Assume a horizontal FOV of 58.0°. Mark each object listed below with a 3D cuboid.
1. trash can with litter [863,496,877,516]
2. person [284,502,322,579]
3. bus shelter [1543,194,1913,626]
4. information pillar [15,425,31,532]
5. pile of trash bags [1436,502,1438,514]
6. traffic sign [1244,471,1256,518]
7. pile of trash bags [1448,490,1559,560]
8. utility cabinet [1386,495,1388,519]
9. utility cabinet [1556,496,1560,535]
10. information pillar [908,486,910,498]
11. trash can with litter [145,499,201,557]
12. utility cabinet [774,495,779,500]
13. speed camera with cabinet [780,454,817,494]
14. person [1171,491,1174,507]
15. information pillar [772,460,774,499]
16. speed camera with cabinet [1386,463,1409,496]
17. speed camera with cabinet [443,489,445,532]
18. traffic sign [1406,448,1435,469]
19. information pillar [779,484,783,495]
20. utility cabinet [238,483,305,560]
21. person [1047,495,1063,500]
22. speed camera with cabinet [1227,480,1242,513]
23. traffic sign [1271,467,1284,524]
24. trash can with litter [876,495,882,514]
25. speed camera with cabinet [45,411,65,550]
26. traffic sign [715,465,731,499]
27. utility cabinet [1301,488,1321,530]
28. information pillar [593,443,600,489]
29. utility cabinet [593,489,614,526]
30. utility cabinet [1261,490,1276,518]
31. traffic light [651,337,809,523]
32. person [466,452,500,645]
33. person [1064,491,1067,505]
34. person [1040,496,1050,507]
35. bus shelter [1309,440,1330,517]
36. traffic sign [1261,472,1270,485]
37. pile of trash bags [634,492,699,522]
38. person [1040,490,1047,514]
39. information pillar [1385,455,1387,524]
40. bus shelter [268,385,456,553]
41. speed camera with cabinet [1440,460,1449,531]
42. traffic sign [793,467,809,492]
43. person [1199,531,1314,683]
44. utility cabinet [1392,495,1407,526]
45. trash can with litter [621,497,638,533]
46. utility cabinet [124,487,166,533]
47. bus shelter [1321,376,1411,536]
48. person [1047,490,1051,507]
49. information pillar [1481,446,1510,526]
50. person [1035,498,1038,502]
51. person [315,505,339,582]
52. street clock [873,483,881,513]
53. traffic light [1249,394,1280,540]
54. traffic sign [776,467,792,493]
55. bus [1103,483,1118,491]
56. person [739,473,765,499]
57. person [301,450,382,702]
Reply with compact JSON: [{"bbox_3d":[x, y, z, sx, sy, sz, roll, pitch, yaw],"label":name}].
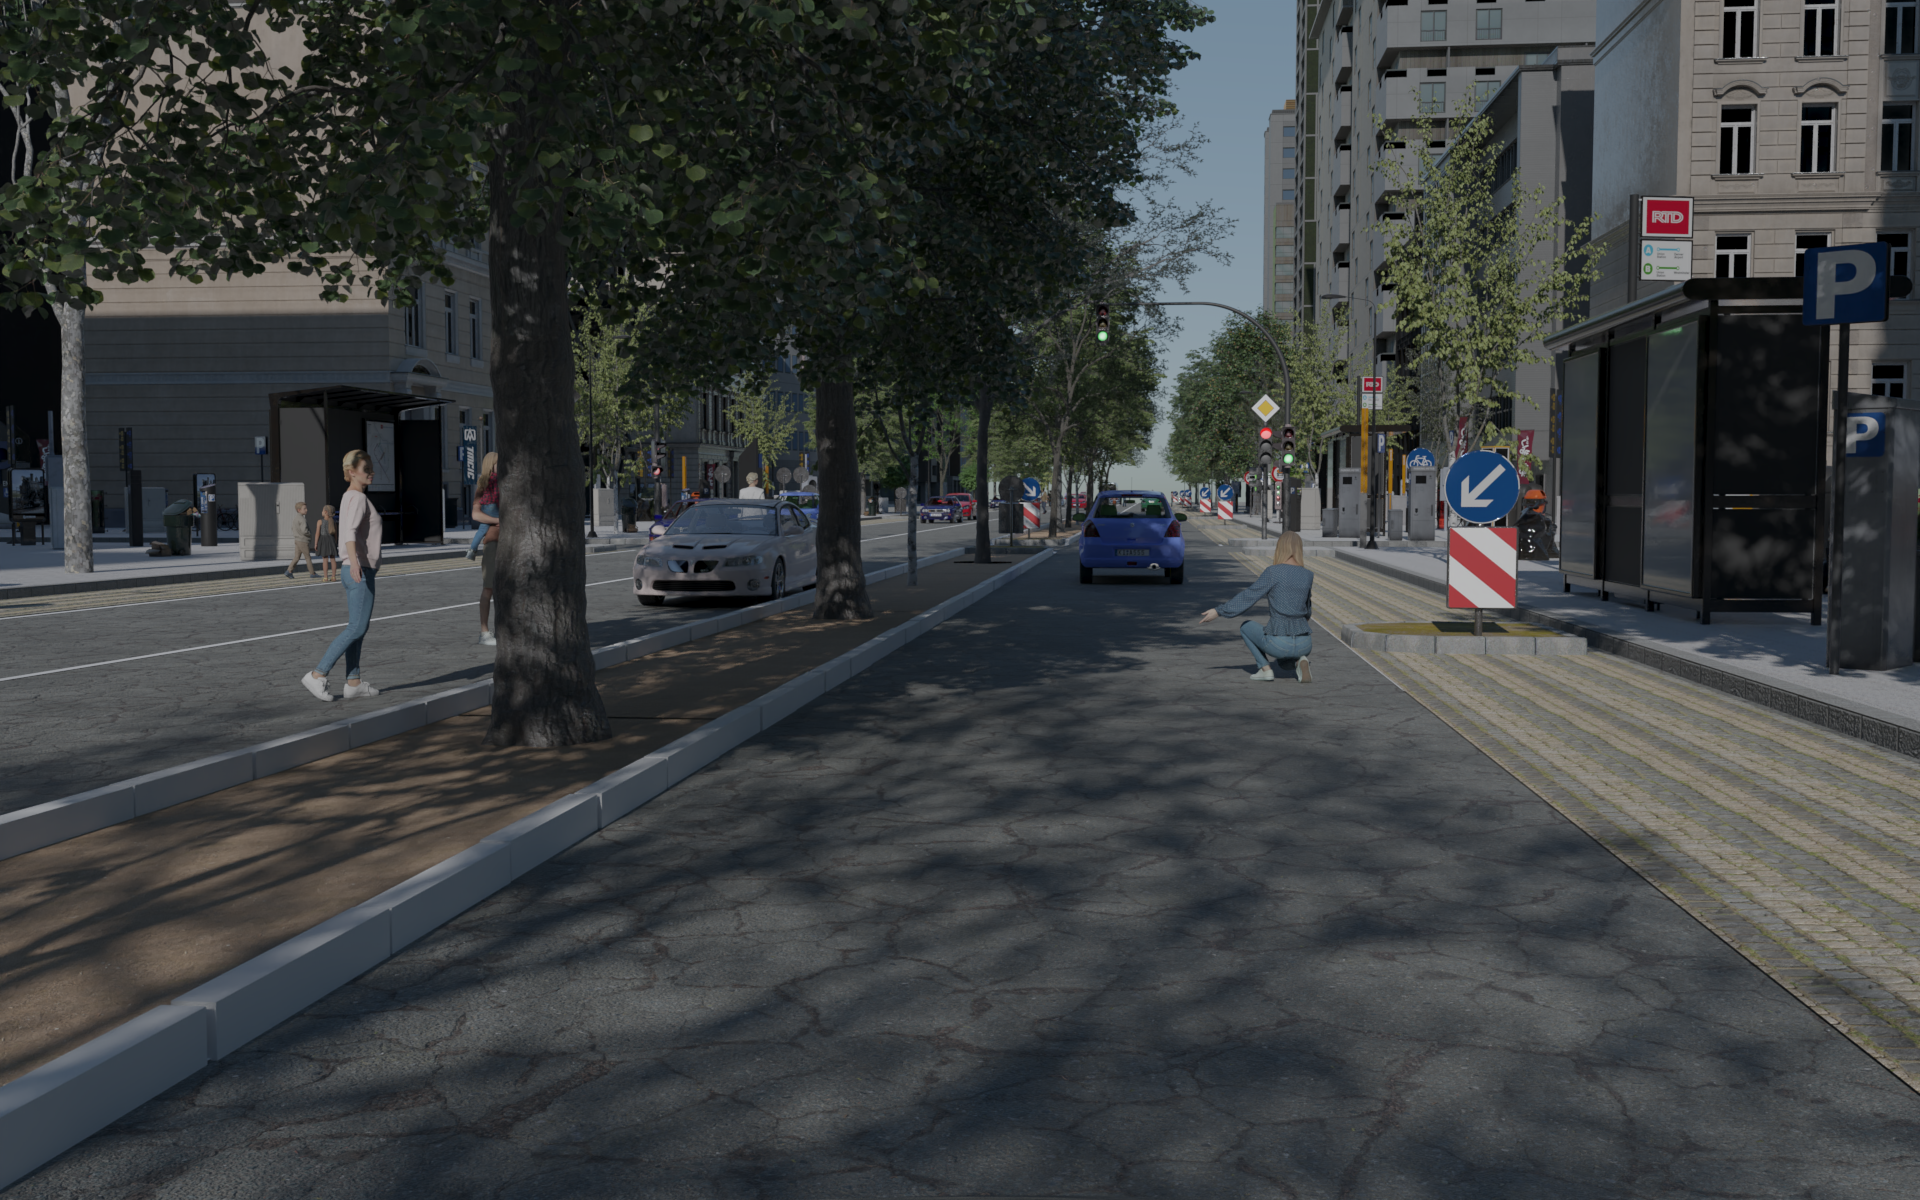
[{"bbox_3d":[-5.279,-5.472,100.851,0.624,1.170,1.055,-3,4,-39],"label":"trash can with litter"},{"bbox_3d":[-11.123,-1.007,29.235,0.475,1.303,0.640,2,4,35],"label":"person"},{"bbox_3d":[8.533,-2.652,20.996,2.179,5.291,8.768,0,4,6],"label":"bus shelter"},{"bbox_3d":[-31.467,-4.086,58.153,0.504,3.616,0.183,-2,4,-28],"label":"information pillar"},{"bbox_3d":[23.311,-4.587,84.751,3.447,1.369,1.912,0,4,-7],"label":"pile of trash bags"},{"bbox_3d":[15.845,-5.763,94.333,0.768,2.556,0.104,1,4,15],"label":"traffic sign"},{"bbox_3d":[11.238,-1.542,34.961,1.912,1.369,3.447,2,4,31],"label":"pile of trash bags"},{"bbox_3d":[22.021,-4.765,89.069,0.306,1.237,1.020,-2,4,-30],"label":"utility cabinet"},{"bbox_3d":[19.293,-2.698,55.280,0.306,1.237,1.020,2,4,30],"label":"utility cabinet"},{"bbox_3d":[-3.477,-7.955,121.424,0.183,3.616,0.504,2,4,30],"label":"information pillar"},{"bbox_3d":[-16.261,-1.491,35.761,0.624,1.170,1.055,1,4,16],"label":"trash can with litter"},{"bbox_3d":[-8.908,-4.696,87.934,1.020,1.237,0.306,0,4,8],"label":"utility cabinet"},{"bbox_3d":[-7.968,-5.577,85.516,0.660,3.252,2.038,3,5,41],"label":"speed camera with cabinet"},{"bbox_3d":[22.966,-10.871,186.944,0.721,1.736,1.217,1,4,11],"label":"person"},{"bbox_3d":[-12.659,-7.700,117.250,0.183,3.616,0.504,0,4,-5],"label":"information pillar"},{"bbox_3d":[26.473,-6.799,105.495,2.038,3.252,0.660,1,4,12],"label":"speed camera with cabinet"},{"bbox_3d":[-17.883,-3.836,57.052,0.660,3.252,2.038,2,4,24],"label":"speed camera with cabinet"},{"bbox_3d":[12.740,-2.927,47.971,0.768,2.556,0.104,0,4,8],"label":"traffic sign"},{"bbox_3d":[-12.814,-7.365,124.909,0.304,2.012,0.304,-3,5,-40],"label":"information pillar"},{"bbox_3d":[-13.296,-1.516,33.473,1.173,1.500,0.318,-2,4,-25],"label":"utility cabinet"},{"bbox_3d":[7.678,-8.030,139.819,1.348,1.821,0.705,0,4,6],"label":"person"},{"bbox_3d":[18.522,-7.494,116.866,0.660,3.252,2.038,1,4,21],"label":"speed camera with cabinet"},{"bbox_3d":[13.839,-4.573,74.880,0.768,2.556,0.104,1,4,13],"label":"traffic sign"},{"bbox_3d":[-5.855,-6.091,110.649,2.233,1.210,1.678,-1,4,-17],"label":"trash can with litter"},{"bbox_3d":[-21.137,-2.841,40.786,0.660,3.252,2.038,-2,4,-29],"label":"speed camera with cabinet"},{"bbox_3d":[-10.503,-4.677,76.582,0.768,2.556,0.104,1,4,14],"label":"traffic sign"},{"bbox_3d":[12.388,-3.264,62.052,0.318,1.500,1.173,-3,4,-36],"label":"utility cabinet"},{"bbox_3d":[-15.123,-4.943,72.177,0.183,3.616,0.504,1,4,14],"label":"information pillar"},{"bbox_3d":[-14.227,-3.703,69.223,0.318,1.500,1.173,1,4,22],"label":"utility cabinet"},{"bbox_3d":[16.197,-5.060,91.403,0.318,1.500,1.173,0,4,-6],"label":"utility cabinet"},{"bbox_3d":[-6.747,-4.639,50.508,4.771,5.953,1.251,0,4,6],"label":"traffic light"},{"bbox_3d":[-4.426,-0.495,16.568,0.573,1.828,0.580,-1,4,-11],"label":"person"},{"bbox_3d":[14.175,-13.543,229.798,0.709,1.838,0.599,0,4,5],"label":"person"},{"bbox_3d":[9.306,-11.044,189.772,1.217,1.736,0.721,-2,4,-30],"label":"person"},{"bbox_3d":[16.571,-5.243,77.006,1.731,3.624,6.357,0,4,6],"label":"bus shelter"},{"bbox_3d":[14.087,-4.778,80.253,0.606,2.300,0.079,1,4,11],"label":"traffic sign"},{"bbox_3d":[-13.760,-4.377,81.312,3.447,1.369,1.912,0,4,-8],"label":"pile of trash bags"},{"bbox_3d":[5.998,-7.068,123.972,0.656,1.842,0.836,2,4,26],"label":"person"},{"bbox_3d":[18.364,-5.137,75.346,0.504,3.616,0.183,-3,4,-36],"label":"information pillar"},{"bbox_3d":[-13.803,-3.007,40.447,1.731,3.624,6.357,0,4,7],"label":"bus shelter"},{"bbox_3d":[17.322,-3.948,58.882,0.660,3.252,2.038,-2,4,-35],"label":"speed camera with cabinet"},{"bbox_3d":[-7.403,-4.924,80.615,0.768,2.556,0.104,0,4,8],"label":"traffic sign"},{"bbox_3d":[2.359,0.041,13.322,1.012,1.151,0.738,-1,4,-11],"label":"person"},{"bbox_3d":[18.109,-3.646,70.778,0.306,1.237,1.020,-2,4,-24],"label":"utility cabinet"},{"bbox_3d":[-10.905,-2.825,57.578,0.624,1.170,1.055,-2,4,-24],"label":"trash can with litter"},{"bbox_3d":[-26.621,-2.931,56.603,1.173,1.500,0.318,-3,4,-37],"label":"utility cabinet"},{"bbox_3d":[13.031,-4.829,56.589,2.179,5.291,8.768,0,4,6],"label":"bus shelter"},{"bbox_3d":[9.954,-11.200,191.254,1.348,1.869,0.705,-1,4,-12],"label":"person"},{"bbox_3d":[8.227,-1.357,26.674,0.304,2.012,0.304,-1,4,-23],"label":"information pillar"},{"bbox_3d":[6.641,-8.555,151.632,0.557,1.426,1.065,1,4,17],"label":"person"},{"bbox_3d":[-10.329,-0.921,28.221,0.362,1.253,0.373,-3,5,-41],"label":"person"},{"bbox_3d":[-5.409,-6.645,113.220,0.471,2.002,0.358,3,5,41],"label":"street clock"},{"bbox_3d":[8.570,-3.661,48.784,0.839,4.253,0.868,0,4,6],"label":"traffic light"},{"bbox_3d":[-8.441,-5.066,82.940,0.768,2.556,0.104,1,4,15],"label":"traffic sign"},{"bbox_3d":[23.292,-16.869,270.672,2.948,3.499,13.247,0,4,7],"label":"bus"},{"bbox_3d":[-3.930,-1.507,33.013,0.514,1.842,0.818,-2,4,-24],"label":"person"},{"bbox_3d":[-4.294,-0.177,12.071,0.598,1.740,0.731,-3,4,-38],"label":"person"}]
